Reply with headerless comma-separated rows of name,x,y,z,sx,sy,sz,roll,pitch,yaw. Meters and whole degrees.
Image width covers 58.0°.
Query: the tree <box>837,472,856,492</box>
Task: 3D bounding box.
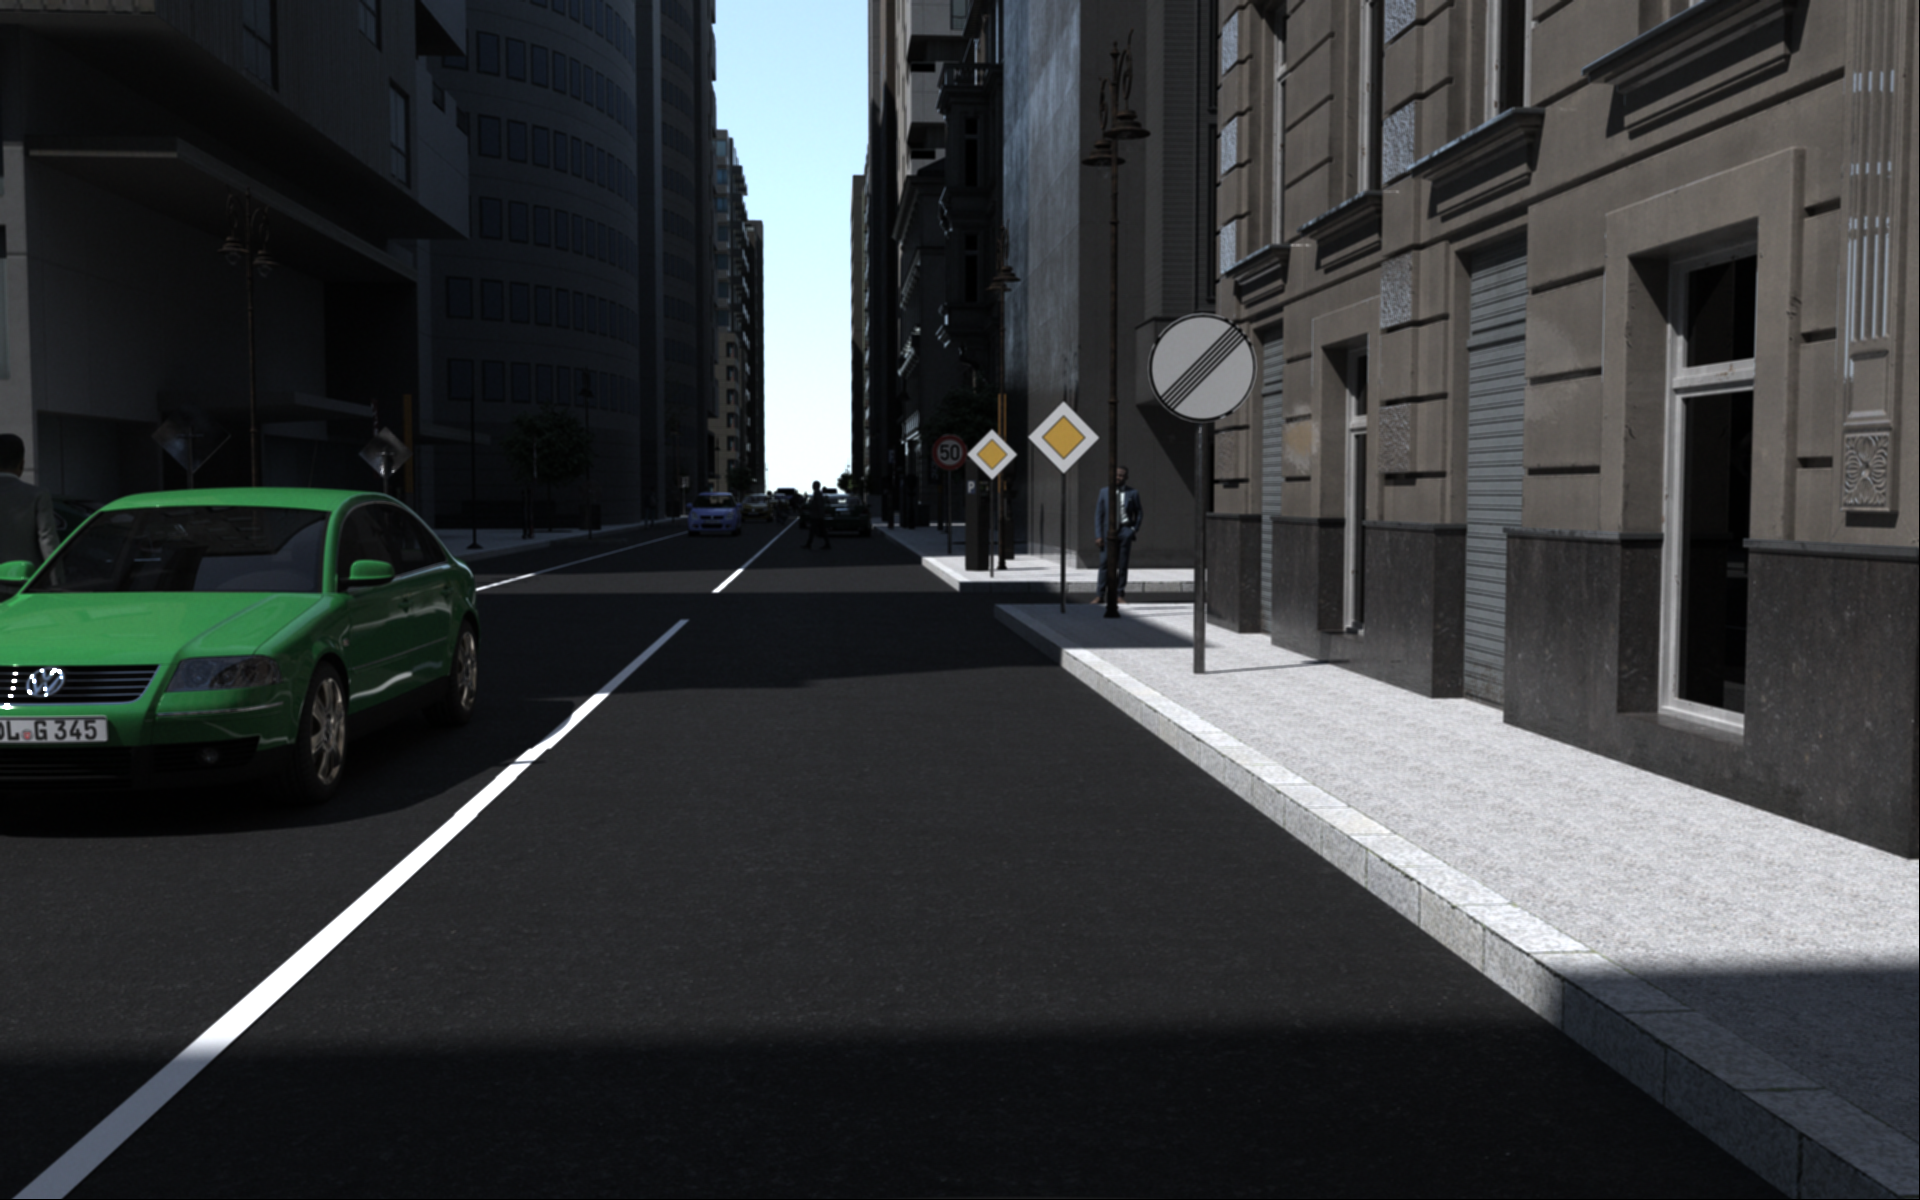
tree,-14.719,-14.997,228.915,4.285,4.588,4.351,0,3,0

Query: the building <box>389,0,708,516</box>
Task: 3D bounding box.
building,-30.288,-35.807,127.441,21.231,58.520,28.212,0,4,-4

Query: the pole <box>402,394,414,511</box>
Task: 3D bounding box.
pole,-11.293,-2.545,35.449,0.158,3.312,0.155,0,3,0

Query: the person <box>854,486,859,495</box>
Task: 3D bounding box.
person,-4.705,-4.242,78.194,0.374,1.781,0.599,0,4,7

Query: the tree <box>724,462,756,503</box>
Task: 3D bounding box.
tree,-22.534,-11.862,177.656,4.285,4.588,4.351,0,3,0

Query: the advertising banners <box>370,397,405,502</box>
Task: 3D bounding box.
advertising banners,-10.709,-2.215,32.401,0.090,3.025,2.074,0,4,-3

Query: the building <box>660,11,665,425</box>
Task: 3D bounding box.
building,-26.029,-27.941,106.944,14.600,45.320,14.200,0,4,-4

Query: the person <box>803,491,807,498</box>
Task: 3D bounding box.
person,-17.905,-11.753,201.367,1.217,1.736,0.721,-2,4,-24

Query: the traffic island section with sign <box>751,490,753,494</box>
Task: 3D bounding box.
traffic island section with sign,-18.466,-8.806,152.602,1.989,1.847,2.006,0,4,-4

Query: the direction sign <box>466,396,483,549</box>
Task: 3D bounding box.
direction sign,-11.383,-2.968,40.517,0.379,3.537,0.876,-1,4,-18

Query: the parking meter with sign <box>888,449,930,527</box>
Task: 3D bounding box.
parking meter with sign,-1.971,-4.381,67.882,1.738,3.016,0.543,-3,5,-40

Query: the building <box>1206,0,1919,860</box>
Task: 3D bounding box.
building,9.015,-12.695,4.830,12.463,27.353,25.104,0,4,-4

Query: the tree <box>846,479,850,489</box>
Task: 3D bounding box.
tree,-12.445,-12.430,197.837,1.663,3.219,1.824,0,3,0

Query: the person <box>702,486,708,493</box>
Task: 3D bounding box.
person,-12.506,-4.689,85.262,0.391,1.810,0.635,-3,5,-45

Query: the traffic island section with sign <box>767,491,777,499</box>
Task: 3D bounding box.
traffic island section with sign,-24.816,-13.806,234.350,1.989,1.847,2.006,0,4,-4

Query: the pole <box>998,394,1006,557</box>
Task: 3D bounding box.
pole,0.860,-2.541,35.394,0.158,3.312,0.155,0,3,0

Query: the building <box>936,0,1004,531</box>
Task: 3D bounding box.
building,6.430,-15.036,64.925,14.460,24.649,34.723,0,4,-4

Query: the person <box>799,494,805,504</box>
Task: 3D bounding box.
person,-11.125,-6.753,122.152,0.421,1.427,0.697,-3,5,-41

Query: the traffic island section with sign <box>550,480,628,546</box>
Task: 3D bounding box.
traffic island section with sign,-10.380,-2.445,48.605,1.989,1.847,2.006,0,4,-4

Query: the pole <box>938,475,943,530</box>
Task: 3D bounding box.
pole,-0.686,-4.106,60.981,0.158,3.312,0.155,0,3,0

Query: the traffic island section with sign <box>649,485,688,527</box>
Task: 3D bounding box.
traffic island section with sign,-12.466,-4.089,75.480,1.989,1.847,2.006,0,4,-4

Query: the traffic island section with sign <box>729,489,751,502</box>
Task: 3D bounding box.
traffic island section with sign,-16.335,-7.138,125.337,1.989,1.847,2.006,0,4,-4

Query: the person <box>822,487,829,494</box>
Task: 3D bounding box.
person,-6.067,-4.233,78.136,0.576,1.772,0.534,-2,4,-32

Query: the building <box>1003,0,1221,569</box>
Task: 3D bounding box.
building,16.438,-13.226,35.317,30.058,24.678,14.314,0,4,-4

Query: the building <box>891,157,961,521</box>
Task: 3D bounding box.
building,1.997,-13.902,91.925,10.561,19.102,19.286,0,4,-4

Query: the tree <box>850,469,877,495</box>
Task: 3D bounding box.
tree,-6.415,-7.879,123.431,1.663,3.219,1.824,0,3,0

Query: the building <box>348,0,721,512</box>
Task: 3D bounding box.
building,-35.932,-34.633,155.491,28.713,52.752,27.495,0,4,-4

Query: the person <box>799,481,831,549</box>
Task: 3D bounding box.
person,-3.787,-2.219,45.176,0.834,1.777,0.661,-1,4,-11

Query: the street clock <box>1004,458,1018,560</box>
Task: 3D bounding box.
street clock,0.963,-1.790,33.841,0.358,2.002,0.471,0,4,6

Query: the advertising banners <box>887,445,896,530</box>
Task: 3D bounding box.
advertising banners,-2.476,-4.070,62.734,0.090,3.025,2.074,-1,4,-9

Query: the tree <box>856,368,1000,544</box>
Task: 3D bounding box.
tree,0.448,-3.730,44.705,4.285,4.588,4.351,0,3,0

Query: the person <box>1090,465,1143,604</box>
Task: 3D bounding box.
person,2.007,-0.837,22.360,0.721,1.800,0.419,0,4,-3

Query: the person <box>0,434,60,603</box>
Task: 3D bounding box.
person,-5.695,-0.097,10.358,0.678,1.792,0.850,-1,4,-17

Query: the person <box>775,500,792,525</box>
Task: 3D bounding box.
person,-8.247,-4.094,80.931,0.738,1.151,1.012,3,5,43

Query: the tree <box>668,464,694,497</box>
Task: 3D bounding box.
tree,-17.425,-7.023,109.427,1.663,3.219,1.824,0,3,0

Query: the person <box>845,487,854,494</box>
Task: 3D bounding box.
person,-5.898,-5.151,92.981,0.793,1.790,0.793,3,5,44

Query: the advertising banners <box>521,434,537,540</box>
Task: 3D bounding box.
advertising banners,-12.341,-3.274,49.715,0.090,3.025,2.074,0,4,-2

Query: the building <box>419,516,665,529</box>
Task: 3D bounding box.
building,-24.650,-32.495,73.290,21.231,58.520,28.212,0,4,-4

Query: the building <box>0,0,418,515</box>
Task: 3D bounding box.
building,-26.738,-27.411,37.410,28.713,52.752,27.495,0,4,-4

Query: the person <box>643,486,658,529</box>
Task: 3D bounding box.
person,-12.703,-3.812,71.172,0.623,1.781,0.721,0,4,-7

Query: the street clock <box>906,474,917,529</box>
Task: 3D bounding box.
street clock,-1.774,-3.601,63.451,0.358,2.002,0.471,-2,4,-24

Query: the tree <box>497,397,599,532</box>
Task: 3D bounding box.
tree,-13.969,-4.591,58.784,4.285,4.588,4.351,0,3,0

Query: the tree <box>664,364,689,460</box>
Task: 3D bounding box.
tree,-16.660,-8.779,93.894,4.360,8.622,3.978,0,3,0

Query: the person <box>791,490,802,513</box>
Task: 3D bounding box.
person,-12.644,-7.621,133.652,0.990,1.755,0.434,-2,4,-27
